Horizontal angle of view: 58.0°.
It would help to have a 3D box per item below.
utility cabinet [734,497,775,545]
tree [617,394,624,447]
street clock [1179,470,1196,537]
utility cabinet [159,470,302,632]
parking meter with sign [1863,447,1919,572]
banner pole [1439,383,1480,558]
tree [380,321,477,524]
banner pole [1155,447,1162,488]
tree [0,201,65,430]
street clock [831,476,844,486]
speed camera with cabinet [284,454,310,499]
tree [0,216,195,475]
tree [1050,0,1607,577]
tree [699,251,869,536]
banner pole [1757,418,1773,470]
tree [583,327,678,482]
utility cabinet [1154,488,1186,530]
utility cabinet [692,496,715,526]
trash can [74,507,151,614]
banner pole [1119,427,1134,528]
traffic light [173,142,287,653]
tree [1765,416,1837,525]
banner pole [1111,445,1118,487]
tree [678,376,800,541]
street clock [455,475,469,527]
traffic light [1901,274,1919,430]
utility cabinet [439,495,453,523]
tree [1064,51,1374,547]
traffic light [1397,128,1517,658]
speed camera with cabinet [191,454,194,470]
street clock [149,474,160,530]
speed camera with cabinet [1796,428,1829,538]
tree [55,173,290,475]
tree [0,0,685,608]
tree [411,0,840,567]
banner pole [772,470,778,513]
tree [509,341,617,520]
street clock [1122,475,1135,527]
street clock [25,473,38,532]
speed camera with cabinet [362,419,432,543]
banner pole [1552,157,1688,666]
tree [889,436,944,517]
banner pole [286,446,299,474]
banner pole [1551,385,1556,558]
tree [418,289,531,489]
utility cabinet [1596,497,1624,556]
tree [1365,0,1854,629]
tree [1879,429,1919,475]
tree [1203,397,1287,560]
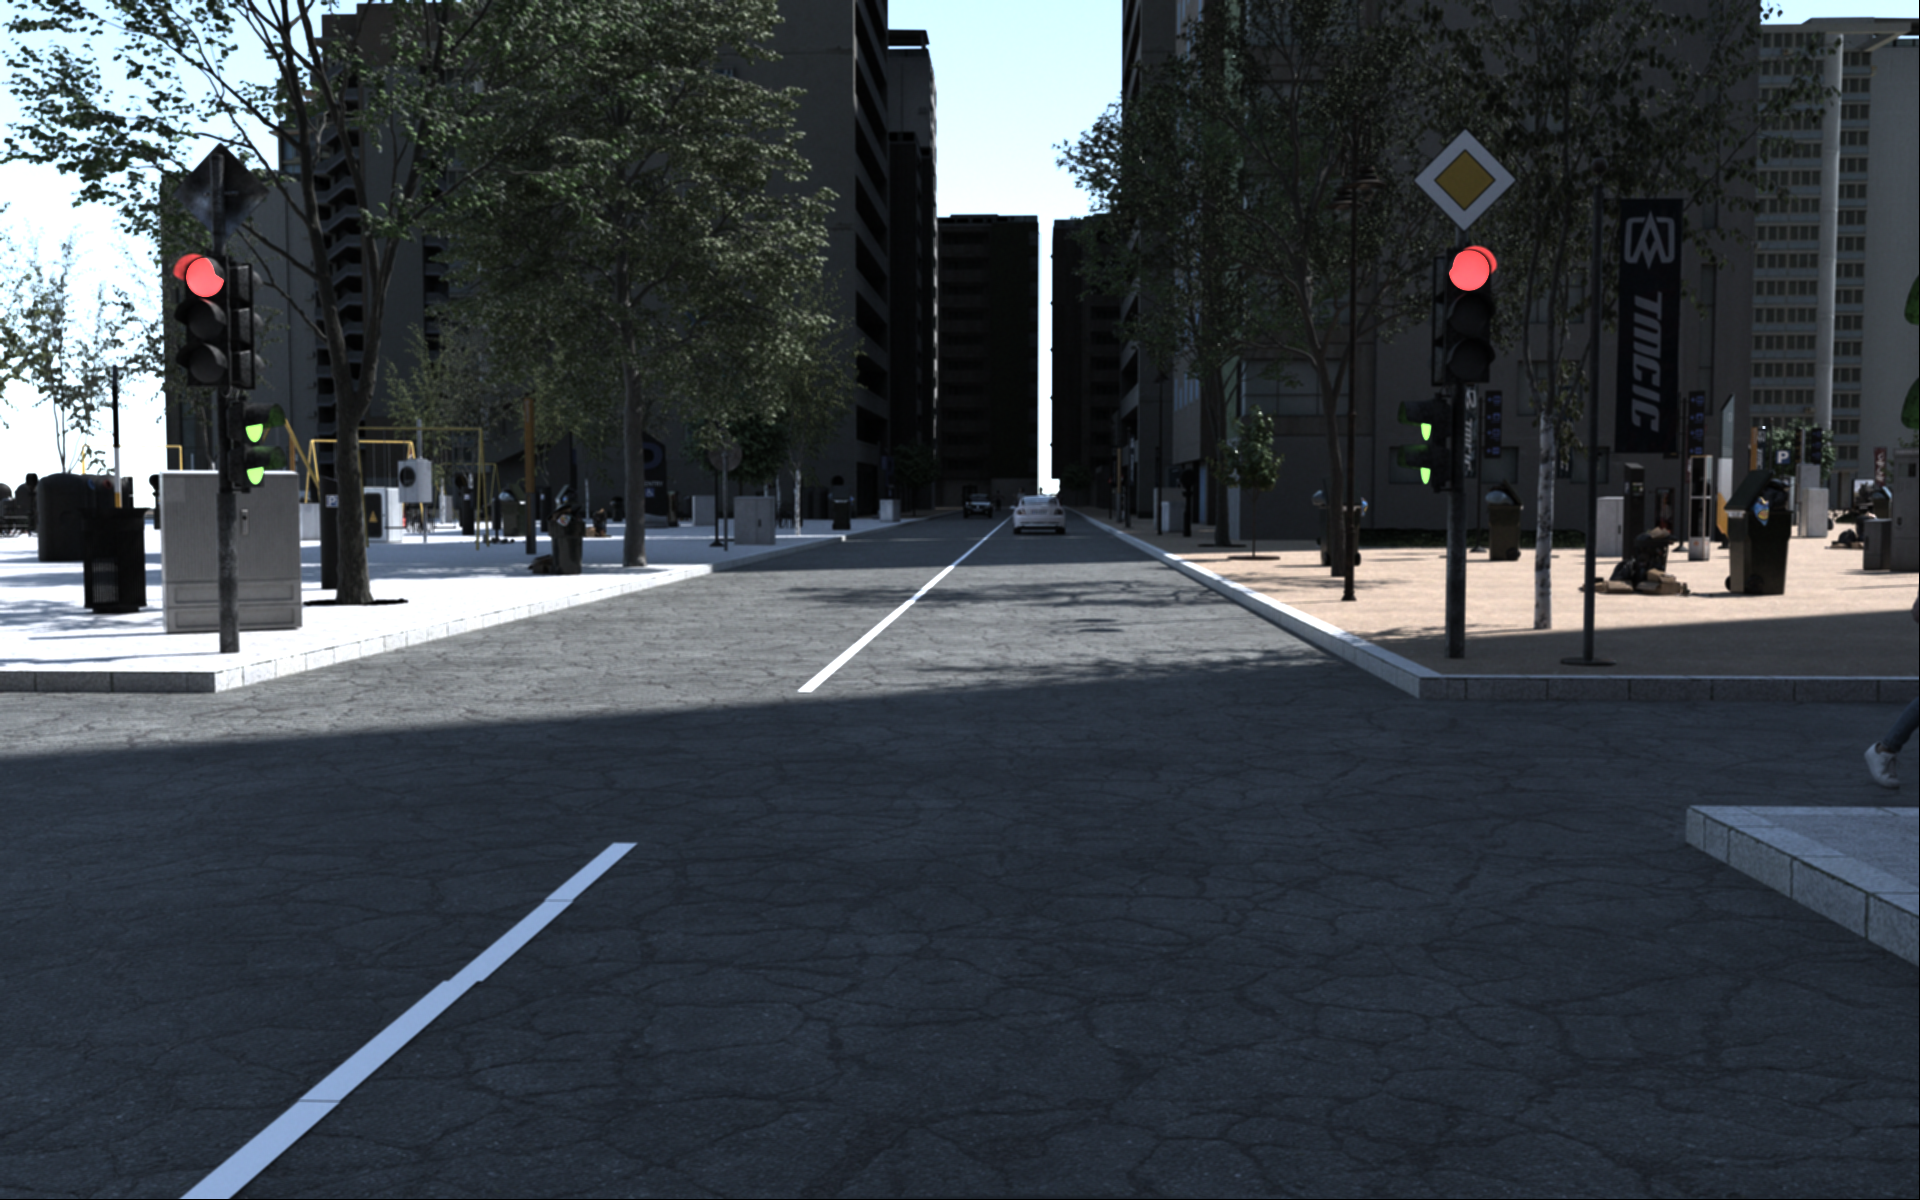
[{"bbox_3d":[-5.197,-1.997,43.812,1.020,1.237,0.306,1,4,16],"label":"utility cabinet"},{"bbox_3d":[-17.953,-8.188,84.243,4.737,8.622,4.395,0,3,0],"label":"tree"},{"bbox_3d":[6.822,-2.899,51.970,0.471,2.002,0.358,-1,4,-14],"label":"street clock"},{"bbox_3d":[-6.800,-0.458,16.172,1.173,1.500,0.318,-2,4,-31],"label":"utility cabinet"},{"bbox_3d":[15.807,-1.974,28.539,0.543,3.016,1.738,-2,4,-27],"label":"parking meter with sign"},{"bbox_3d":[10.025,-2.733,34.708,0.401,3.779,0.863,-3,4,-37],"label":"banner pole"},{"bbox_3d":[-22.077,-7.490,72.816,4.737,8.622,4.395,0,3,0],"label":"tree"},{"bbox_3d":[9.311,-5.570,81.082,0.401,3.779,0.863,2,4,30],"label":"banner pole"},{"bbox_3d":[-23.685,-5.540,40.940,4.737,8.622,4.395,0,3,0],"label":"tree"},{"bbox_3d":[-4.809,-3.872,67.869,0.471,2.002,0.358,-2,4,-25],"label":"street clock"},{"bbox_3d":[-32.946,-5.597,85.845,2.038,3.252,0.660,3,5,43],"label":"speed camera with cabinet"},{"bbox_3d":[-24.031,-5.898,46.790,4.360,8.622,3.978,0,3,0],"label":"tree"},{"bbox_3d":[5.880,-5.662,26.981,8.767,10.594,7.601,-1,4,-10],"label":"tree"},{"bbox_3d":[-4.956,-6.302,53.405,4.737,8.622,4.395,0,3,0],"label":"tree"},{"bbox_3d":[26.636,-4.123,57.421,0.863,3.779,0.401,-1,4,-9],"label":"banner pole"},{"bbox_3d":[-13.160,-7.351,70.550,4.360,8.622,3.978,0,3,0],"label":"tree"},{"bbox_3d":[7.434,-3.206,61.099,1.173,1.500,0.318,-1,4,-12],"label":"utility cabinet"},{"bbox_3d":[-10.237,-3.573,69.572,1.020,1.237,0.306,-2,4,-34],"label":"utility cabinet"},{"bbox_3d":[-9.147,-0.433,18.734,0.748,1.137,0.748,0,3,0],"label":"trash can"},{"bbox_3d":[6.382,-4.568,64.704,0.401,3.779,0.863,-1,4,-12],"label":"banner pole"},{"bbox_3d":[-5.891,-1.527,13.889,0.839,4.253,0.868,0,4,3],"label":"traffic light"},{"bbox_3d":[35.195,-5.446,72.756,4.285,4.588,4.351,0,3,0],"label":"tree"},{"bbox_3d":[7.087,-5.402,78.343,0.401,3.779,0.863,3,5,43],"label":"banner pole"},{"bbox_3d":[-5.960,-3.911,47.655,4.285,4.588,4.351,0,3,0],"label":"tree"},{"bbox_3d":[-19.330,-3.833,67.241,0.471,2.002,0.358,0,4,5],"label":"street clock"},{"bbox_3d":[3.504,-1.014,5.493,0.839,4.253,0.868,0,4,3],"label":"traffic light"},{"bbox_3d":[-22.639,-3.985,76.312,0.306,1.237,1.020,-2,4,-32],"label":"utility cabinet"},{"bbox_3d":[6.226,-7.104,41.902,9.928,11.665,9.643,0,3,0],"label":"tree"},{"bbox_3d":[3.861,-1.501,13.470,0.839,4.253,0.868,0,4,3],"label":"traffic light"},{"bbox_3d":[-36.970,-5.562,85.282,2.038,3.252,0.660,-1,4,-12],"label":"speed camera with cabinet"},{"bbox_3d":[-28.884,-3.531,62.297,0.358,2.002,0.471,2,4,34],"label":"street clock"},{"bbox_3d":[25.404,-3.502,51.601,0.660,3.252,2.038,1,4,17],"label":"speed camera with cabinet"},{"bbox_3d":[-17.355,-5.469,39.784,4.360,8.622,3.978,0,3,0],"label":"tree"},{"bbox_3d":[-7.030,-5.763,19.982,9.928,11.665,9.643,0,3,0],"label":"tree"},{"bbox_3d":[-6.145,-6.867,30.409,7.486,12.596,7.792,0,3,0],"label":"tree"},{"bbox_3d":[-9.340,-5.960,87.460,0.401,3.779,0.863,1,4,18],"label":"banner pole"},{"bbox_3d":[-18.722,-7.871,79.058,4.737,8.622,4.395,0,3,0],"label":"tree"},{"bbox_3d":[6.543,-3.840,67.362,0.471,2.002,0.358,0,4,8],"label":"street clock"},{"bbox_3d":[-31.542,-3.323,58.904,0.358,2.002,0.471,0,4,-4],"label":"street clock"},{"bbox_3d":[-14.902,-3.144,45.739,2.038,3.252,0.660,2,4,28],"label":"speed camera with cabinet"},{"bbox_3d":[4.981,-1.404,12.977,0.863,3.779,0.401,0,4,2],"label":"banner pole"},{"bbox_3d":[-2.623,-6.988,97.968,4.285,4.588,4.351,0,3,0],"label":"tree"},{"bbox_3d":[-34.882,-6.141,90.427,0.863,3.779,0.401,1,4,10],"label":"banner pole"},{"bbox_3d":[12.151,-2.759,35.123,0.863,3.779,0.401,-2,4,-29],"label":"banner pole"},{"bbox_3d":[-17.715,-6.878,62.819,4.360,8.622,3.978,0,3,0],"label":"tree"},{"bbox_3d":[13.642,-1.513,35.897,0.306,1.237,1.020,-1,4,-21],"label":"utility cabinet"},{"bbox_3d":[5.782,-4.027,16.198,4.360,8.622,3.978,0,3,0],"label":"tree"},{"bbox_3d":[27.824,-3.431,50.706,1.663,3.219,1.824,0,3,0],"label":"tree"},{"bbox_3d":[5.876,-2.416,34.095,1.663,3.219,1.824,0,3,0],"label":"tree"}]
